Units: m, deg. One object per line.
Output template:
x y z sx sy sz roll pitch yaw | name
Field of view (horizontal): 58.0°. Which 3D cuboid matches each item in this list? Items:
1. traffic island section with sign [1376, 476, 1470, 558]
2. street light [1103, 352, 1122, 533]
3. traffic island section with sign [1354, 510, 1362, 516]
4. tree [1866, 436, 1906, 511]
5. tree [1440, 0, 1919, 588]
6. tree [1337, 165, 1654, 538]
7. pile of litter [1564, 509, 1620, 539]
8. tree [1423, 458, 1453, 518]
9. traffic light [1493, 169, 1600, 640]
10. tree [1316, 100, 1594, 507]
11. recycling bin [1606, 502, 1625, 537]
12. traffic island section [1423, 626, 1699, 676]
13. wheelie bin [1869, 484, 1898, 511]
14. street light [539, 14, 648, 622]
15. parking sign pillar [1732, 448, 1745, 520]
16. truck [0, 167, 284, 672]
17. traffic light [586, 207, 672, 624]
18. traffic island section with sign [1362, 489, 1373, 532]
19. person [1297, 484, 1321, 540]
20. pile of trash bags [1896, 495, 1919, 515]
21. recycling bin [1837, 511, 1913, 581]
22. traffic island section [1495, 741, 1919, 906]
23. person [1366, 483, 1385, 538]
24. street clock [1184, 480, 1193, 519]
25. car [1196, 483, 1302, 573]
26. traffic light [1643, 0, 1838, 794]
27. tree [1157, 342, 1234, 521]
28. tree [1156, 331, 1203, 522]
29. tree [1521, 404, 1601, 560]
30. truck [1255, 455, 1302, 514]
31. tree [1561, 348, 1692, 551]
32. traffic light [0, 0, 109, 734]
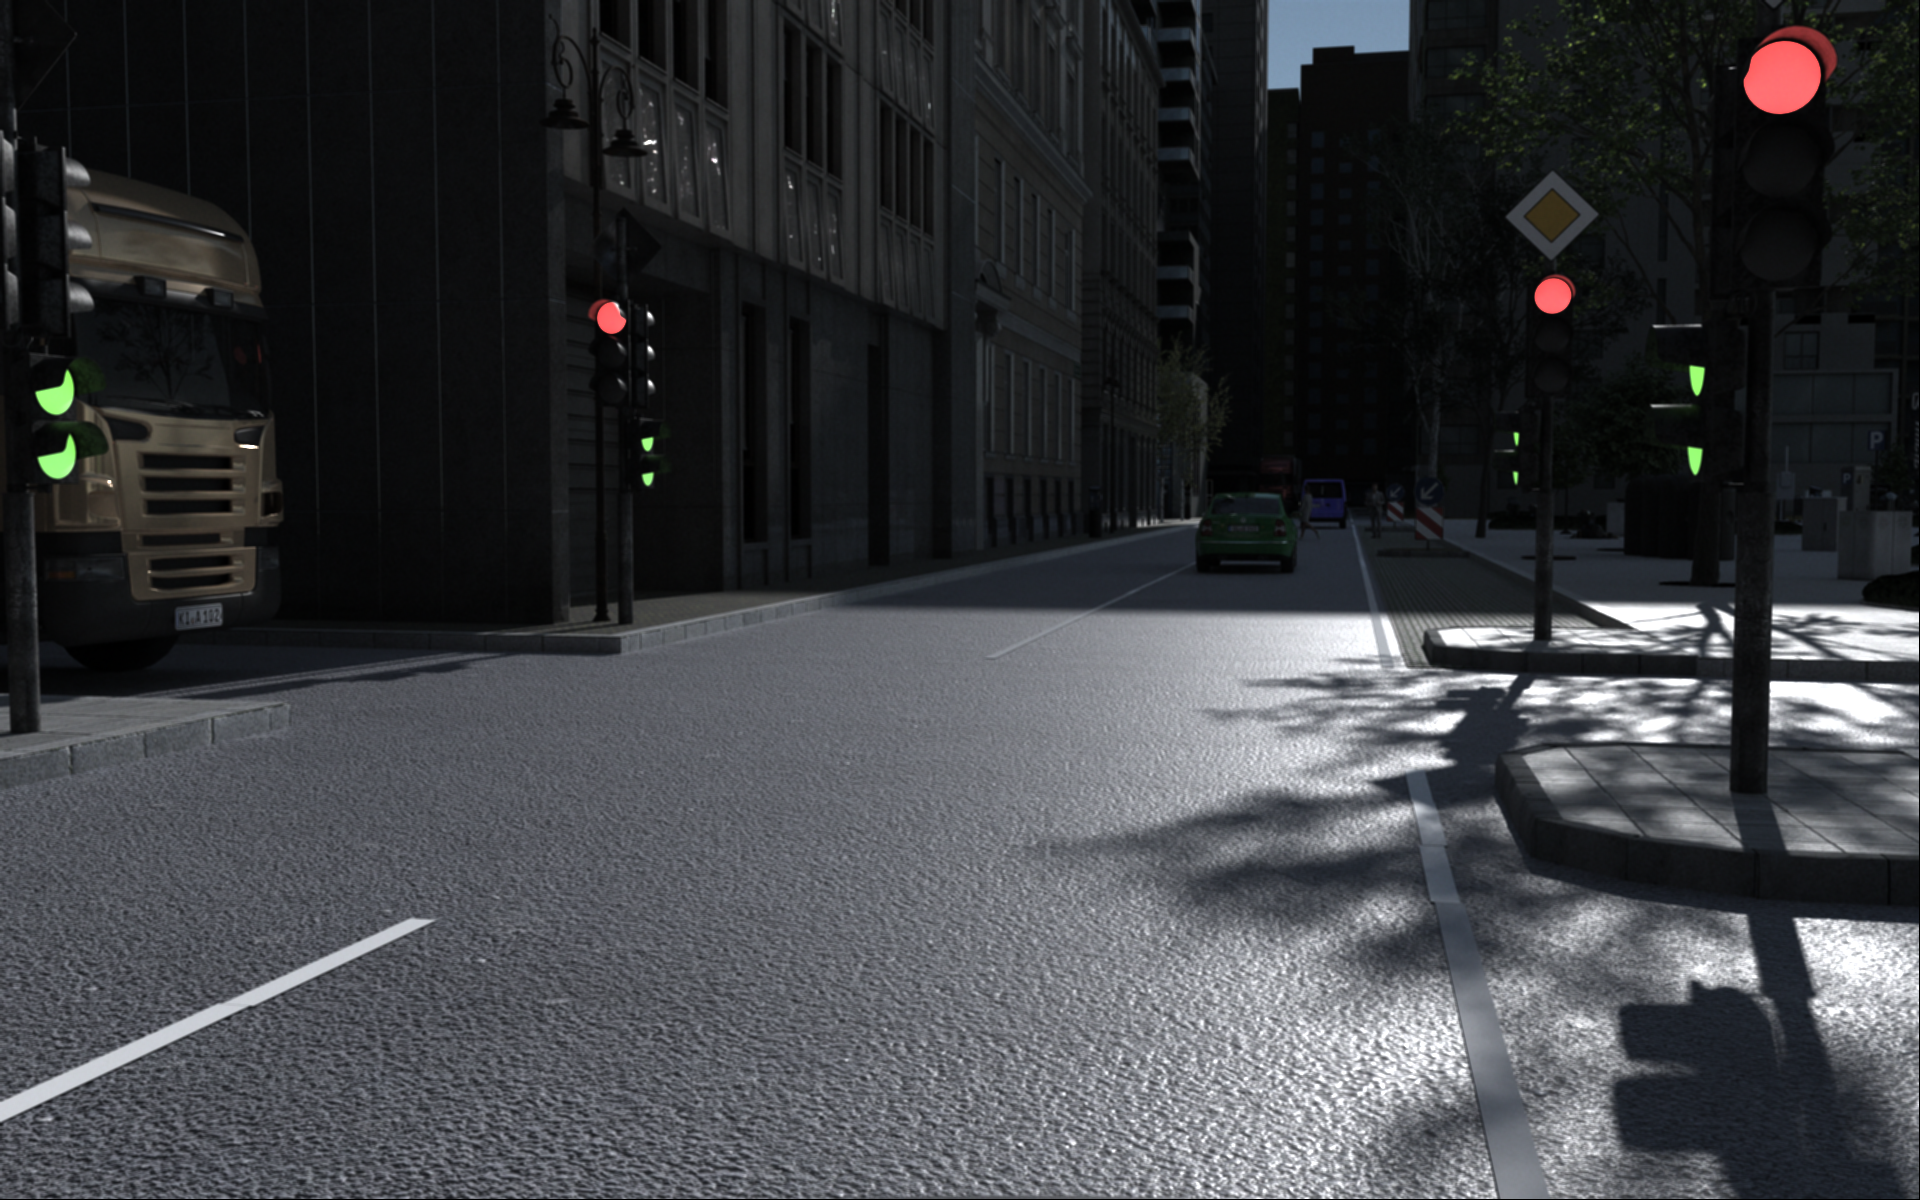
10.626 -1.905 39.783 1.989 1.847 2.006 1 4 12 | traffic island section with sign
4.969 -5.121 56.512 0.468 5.910 1.993 1 4 12 | street light
27.262 -6.482 114.605 1.989 1.847 2.006 1 4 12 | traffic island section with sign
31.009 -3.836 57.322 1.663 3.219 1.824 0 3 0 | tree
10.400 -5.989 23.670 9.928 11.665 9.643 0 3 0 | tree
15.243 -7.077 50.127 8.767 10.594 7.601 0 4 0 | tree
18.259 -2.204 50.005 1.176 0.858 1.719 -1 4 -15 | pile of litter
25.604 -5.989 92.525 1.663 3.219 1.824 0 3 0 | tree
5.121 -1.605 15.164 0.839 4.253 0.868 1 4 12 | traffic light
23.128 -13.795 81.445 12.611 20.169 13.585 0 3 0 | tree
20.047 -2.444 52.514 0.722 1.027 0.722 2 4 32 | recycling bin
5.158 0.429 15.270 2.009 0.180 2.903 1 4 12 | traffic island section
27.749 -2.714 52.289 0.980 1.594 0.693 3 4 36 | wheelie bin
-3.620 -2.725 17.336 0.468 5.910 1.993 1 4 12 | street light
27.363 -4.462 61.426 1.447 3.967 1.447 -1 4 -23 | parking sign pillar
-10.398 -1.525 13.853 11.283 4.237 2.839 1 4 14 | truck
-3.289 -1.718 17.011 0.839 4.253 0.868 1 4 12 | traffic light
16.477 -3.515 66.098 1.989 1.847 2.006 1 4 12 | traffic island section with sign
10.777 -2.714 53.625 0.760 1.731 0.466 0 4 6 | person
41.937 -4.115 77.033 3.447 1.369 1.912 2 4 26 | pile of trash bags
13.702 -0.819 25.948 0.722 1.027 0.722 -1 4 -13 | recycling bin
3.424 0.906 7.474 2.009 0.180 2.903 1 4 12 | traffic island section
13.385 -2.887 55.902 0.606 1.804 0.583 1 4 20 | person
11.510 -5.077 87.587 0.471 2.002 0.358 -2 4 -34 | street clock
5.520 -1.484 33.057 1.959 1.807 4.718 1 4 12 | car
3.387 -1.128 7.369 0.839 4.253 0.868 1 4 12 | traffic light
11.008 -8.151 83.636 4.360 8.622 3.978 0 3 0 | tree
8.969 -7.821 78.240 4.737 8.622 4.395 0 3 0 | tree
11.476 -2.410 33.999 1.663 3.219 1.824 0 3 0 | tree
23.233 -8.362 125.639 2.839 4.237 11.283 1 4 14 | truck
15.289 -3.389 39.119 4.285 4.588 4.351 0 3 0 | tree
-5.023 -1.241 9.216 0.839 4.253 0.868 1 4 12 | traffic light
